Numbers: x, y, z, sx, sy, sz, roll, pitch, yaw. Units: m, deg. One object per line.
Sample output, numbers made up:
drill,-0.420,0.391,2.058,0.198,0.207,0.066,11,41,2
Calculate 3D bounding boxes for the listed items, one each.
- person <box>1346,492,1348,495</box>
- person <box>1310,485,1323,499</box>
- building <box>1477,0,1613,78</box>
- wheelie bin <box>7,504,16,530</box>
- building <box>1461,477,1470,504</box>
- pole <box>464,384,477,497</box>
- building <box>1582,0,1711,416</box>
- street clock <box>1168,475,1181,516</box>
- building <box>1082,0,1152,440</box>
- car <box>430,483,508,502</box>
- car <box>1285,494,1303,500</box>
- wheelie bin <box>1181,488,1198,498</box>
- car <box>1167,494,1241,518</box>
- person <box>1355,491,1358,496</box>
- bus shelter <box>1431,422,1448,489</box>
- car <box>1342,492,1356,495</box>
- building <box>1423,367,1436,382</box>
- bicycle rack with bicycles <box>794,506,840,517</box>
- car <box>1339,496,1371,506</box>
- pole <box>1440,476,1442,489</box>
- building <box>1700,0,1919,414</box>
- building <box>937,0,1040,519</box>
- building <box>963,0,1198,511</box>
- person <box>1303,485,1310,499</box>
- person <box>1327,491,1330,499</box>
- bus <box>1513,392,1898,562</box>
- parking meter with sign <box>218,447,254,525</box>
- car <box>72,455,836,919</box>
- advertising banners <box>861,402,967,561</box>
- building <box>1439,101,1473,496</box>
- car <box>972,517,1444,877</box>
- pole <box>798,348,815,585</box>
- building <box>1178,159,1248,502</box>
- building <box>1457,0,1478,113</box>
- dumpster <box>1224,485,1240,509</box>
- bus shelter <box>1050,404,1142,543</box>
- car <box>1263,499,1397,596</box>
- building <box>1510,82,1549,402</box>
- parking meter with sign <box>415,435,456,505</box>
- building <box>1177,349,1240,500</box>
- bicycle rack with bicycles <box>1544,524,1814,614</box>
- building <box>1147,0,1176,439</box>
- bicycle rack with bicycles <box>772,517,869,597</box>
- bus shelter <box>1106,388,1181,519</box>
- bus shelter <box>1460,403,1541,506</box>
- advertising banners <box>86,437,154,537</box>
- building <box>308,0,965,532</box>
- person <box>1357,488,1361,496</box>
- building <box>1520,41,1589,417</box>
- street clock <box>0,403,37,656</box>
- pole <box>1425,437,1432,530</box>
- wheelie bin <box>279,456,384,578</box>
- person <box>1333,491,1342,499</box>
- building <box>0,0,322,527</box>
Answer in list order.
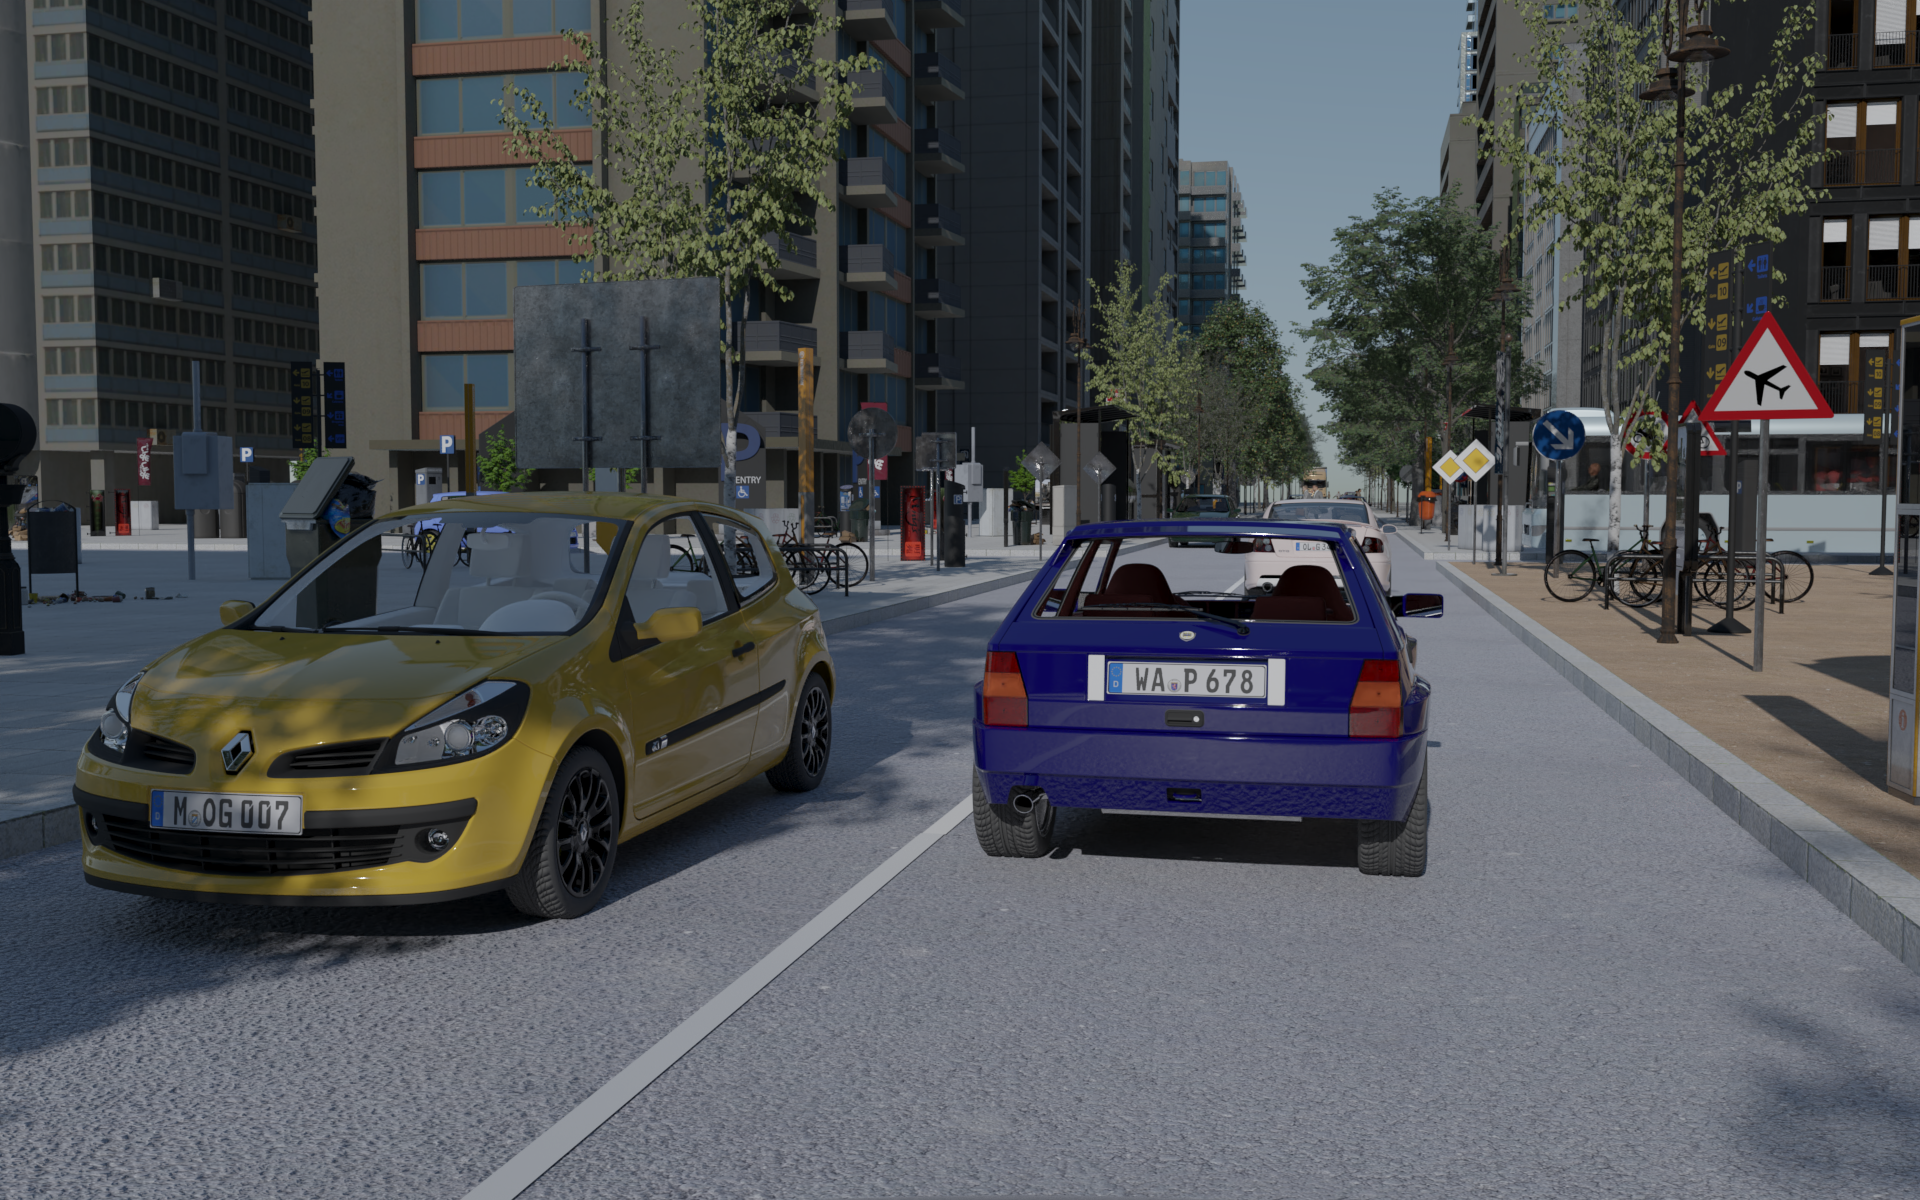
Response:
person,54.611,-14.406,244.868,0.721,1.723,1.217,0,4,1
person,14.495,-3.780,70.491,0.473,1.802,0.592,0,4,-5
building,53.434,-31.591,140.210,21.300,48.544,21.600,1,4,13
wheelie bin,-33.341,-3.267,61.326,0.980,1.594,0.693,3,5,40
building,64.101,-28.717,161.402,32.217,40.220,23.993,1,4,13
pole,-9.057,-2.338,32.073,0.158,3.312,0.155,0,3,0
building,36.818,-17.372,77.541,14.314,27.812,24.014,1,4,13
street clock,8.130,-3.741,65.737,0.471,2.002,0.358,0,4,8
building,5.908,-26.969,124.531,14.154,41.232,14.086,1,4,13
car,-10.737,-1.876,40.271,3.694,1.707,1.945,1,4,11
car,26.318,-7.521,134.973,2.014,1.417,4.499,1,4,14
wheelie bin,11.123,-4.637,83.723,0.980,1.594,0.693,1,4,12
car,6.719,-2.300,47.393,2.009,1.686,4.222,1,4,14
person,32.288,-8.027,140.571,0.721,1.723,1.217,2,4,34
bus shelter,25.383,-7.092,93.592,2.179,5.291,8.768,1,4,13
car,57.235,-15.026,254.345,2.281,1.827,5.304,1,4,11
building,76.006,-29.730,257.788,14.160,30.474,14.107,1,4,13
bicycle rack with bicycles,-4.409,-2.288,50.795,2.925,0.926,2.852,0,4,1
car,18.579,-4.265,82.313,1.945,1.354,3.894,1,4,11
pole,29.087,-6.776,104.637,0.158,3.312,0.155,0,3,0
building,30.534,-13.375,48.359,15.834,23.373,12.332,1,4,13
building,-1.592,-40.331,97.661,20.563,71.187,20.611,1,4,13
building,12.790,-44.630,167.950,20.563,71.187,20.611,1,4,13
person,14.933,-4.049,74.819,0.853,1.813,0.709,1,4,16
person,51.407,-14.252,241.532,0.705,1.823,1.348,-1,4,-9
bus,17.267,-2.414,34.323,13.247,3.499,2.948,1,4,13
parking meter with sign,-26.755,-4.132,63.823,0.543,3.016,1.738,1,4,13
car,-1.814,0.185,7.200,2.015,1.641,3.980,1,4,13
advertising banners,-0.874,-2.257,33.090,2.074,3.025,0.090,-1,4,-14
building,69.125,-35.778,208.675,21.300,48.544,21.600,1,4,13
car,1.234,0.282,7.973,1.945,1.354,3.894,1,4,13
pole,-2.159,-1.863,24.311,0.158,3.312,0.155,0,3,0
building,29.734,-38.595,250.630,23.786,49.044,30.456,1,4,13
building,75.896,-56.291,233.036,22.319,86.520,31.000,1,4,13
dumpster,17.733,-6.619,113.973,1.264,1.857,1.865,1,4,13
bus shelter,3.853,-3.498,48.476,1.731,3.624,6.357,1,4,13
car,4.868,-0.680,23.488,2.083,1.381,4.827,1,4,12
building,46.476,-21.531,123.730,14.160,30.474,14.107,1,4,13
parking meter with sign,-15.526,-3.322,50.572,0.543,3.016,1.738,2,4,27
building,21.188,-23.098,222.685,27.650,21.520,28.899,1,4,13
bicycle rack with bicycles,8.224,-0.396,19.850,2.925,0.926,2.852,2,4,24
building,3.623,-34.050,145.948,28.713,52.752,27.495,1,4,13
bicycle rack with bicycles,-2.581,-0.560,22.537,2.925,0.926,2.852,0,4,-6
bus shelter,7.129,-5.513,67.776,2.179,5.291,8.768,1,4,13
bus shelter,14.766,-3.440,47.520,1.731,3.624,6.357,1,4,13
advertising banners,-25.657,-3.473,52.964,0.090,3.025,2.074,3,5,41
building,-12.179,-25.243,67.344,22.147,44.769,28.867,1,4,13
person,27.452,-6.753,118.918,0.705,1.823,1.348,1,4,18
building,39.540,-17.216,99.497,12.078,24.808,19.932,1,4,13
street clock,-7.609,-0.563,13.772,0.471,2.002,0.358,0,4,1
pole,16.759,-4.167,61.978,0.158,3.312,0.155,0,3,0
wheelie bin,-5.314,-0.415,14.701,0.980,1.594,0.693,3,5,42
person,37.527,-9.935,171.671,1.217,1.736,0.721,1,4,14
building,-43.354,-23.439,75.103,23.993,40.220,32.217,1,4,13
